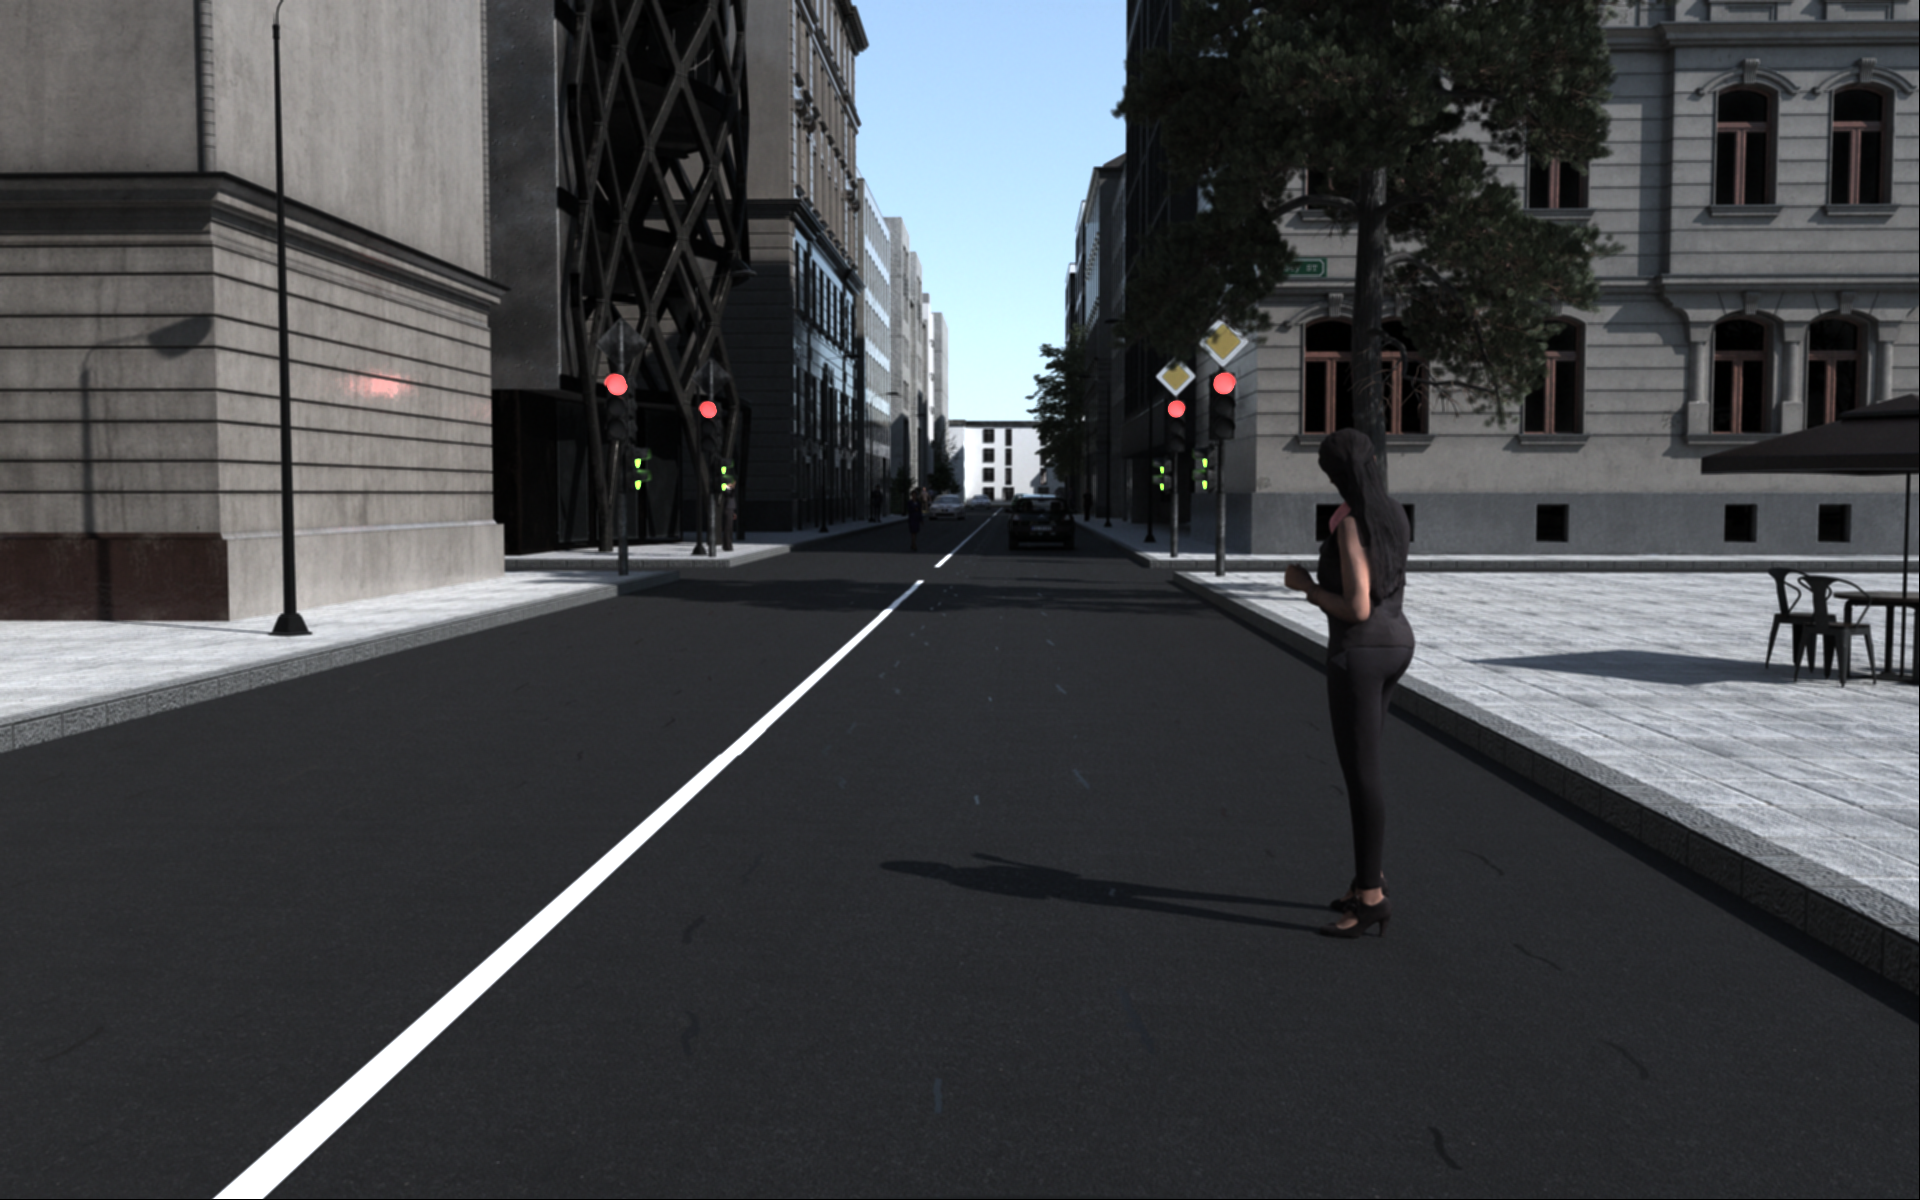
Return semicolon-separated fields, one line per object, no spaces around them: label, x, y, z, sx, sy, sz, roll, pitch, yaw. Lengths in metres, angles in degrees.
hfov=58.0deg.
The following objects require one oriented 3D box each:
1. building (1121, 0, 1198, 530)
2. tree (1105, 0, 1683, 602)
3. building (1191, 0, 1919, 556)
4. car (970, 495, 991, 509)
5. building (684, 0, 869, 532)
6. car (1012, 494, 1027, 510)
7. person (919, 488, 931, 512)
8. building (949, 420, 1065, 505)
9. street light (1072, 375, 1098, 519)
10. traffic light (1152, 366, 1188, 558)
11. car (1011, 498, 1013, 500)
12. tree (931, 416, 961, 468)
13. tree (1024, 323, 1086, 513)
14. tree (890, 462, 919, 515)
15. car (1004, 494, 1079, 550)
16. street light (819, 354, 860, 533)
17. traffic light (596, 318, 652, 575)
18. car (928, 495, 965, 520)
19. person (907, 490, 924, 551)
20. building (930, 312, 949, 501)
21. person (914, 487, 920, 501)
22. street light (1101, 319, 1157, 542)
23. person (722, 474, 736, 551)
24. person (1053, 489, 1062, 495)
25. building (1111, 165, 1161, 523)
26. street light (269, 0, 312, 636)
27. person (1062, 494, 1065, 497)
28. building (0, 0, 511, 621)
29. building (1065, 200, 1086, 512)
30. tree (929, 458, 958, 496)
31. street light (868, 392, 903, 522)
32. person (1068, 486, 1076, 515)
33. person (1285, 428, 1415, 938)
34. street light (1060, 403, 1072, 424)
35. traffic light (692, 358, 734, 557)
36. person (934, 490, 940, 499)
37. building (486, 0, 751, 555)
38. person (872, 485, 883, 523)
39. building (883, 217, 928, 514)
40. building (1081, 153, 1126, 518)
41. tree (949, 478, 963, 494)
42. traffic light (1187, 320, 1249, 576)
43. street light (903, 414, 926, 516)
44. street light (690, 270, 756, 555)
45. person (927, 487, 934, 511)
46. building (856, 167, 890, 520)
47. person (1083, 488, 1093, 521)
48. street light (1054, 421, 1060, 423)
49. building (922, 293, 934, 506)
building;13.612;-16.418;61.947;14.314;27.812;24.014;0;4;2
tree;4.836;-6.007;20.268;6.751;12.117;7.091;0;3;0
building;17.459;-15.540;41.476;23.554;28.519;14.401;0;4;2
car;1.969;-9.364;165.470;2.083;1.381;4.827;0;4;3
building;-10.915;-16.696;70.237;12.463;27.353;25.104;0;4;2
car;5.705;-9.189;159.034;1.959;1.807;4.718;0;4;4
person;-2.534;-7.179;123.969;0.990;1.755;0.434;-1;4;-14
building;0.647;-15.745;199.584;28.070;9.664;9.099;0;4;2
street light;5.236;-5.806;67.473;1.470;5.913;1.316;0;4;2
traffic light;4.315;-2.796;34.954;0.839;4.213;0.868;0;4;2
car;6.196;-10.011;175.472;2.131;1.459;4.920;0;4;3
tree;-2.202;-13.080;164.226;4.360;8.622;3.978;0;3;0
tree;8.038;-12.005;114.411;7.486;12.596;7.792;0;3;0
tree;-3.634;-6.782;105.493;1.663;3.219;1.824;0;3;0
car;2.159;-2.212;45.953;2.009;1.686;4.222;0;4;2
street light;-4.012;-5.207;57.670;1.470;5.913;1.316;0;4;2
traffic light;-5.305;-2.325;27.265;0.839;4.213;0.868;0;4;2
car;-0.717;-5.198;97.357;2.083;1.381;4.827;0;4;3
person;-1.088;-2.014;43.799;0.546;1.535;0.453;3;5;43
building;-17.206;-19.015;177.349;31.486;18.905;16.747;0;4;2
person;-2.713;-6.470;112.619;0.721;1.735;1.217;0;4;3
street light;4.519;-4.492;45.984;1.470;5.913;1.316;0;4;2
person;-5.117;-1.965;38.969;0.445;1.727;0.742;-3;4;-36
person;9.665;-9.835;167.519;0.621;1.740;0.551;2;4;24
building;12.942;-13.972;83.195;10.420;20.320;16.860;0;4;2
street light;-5.567;-2.633;15.595;1.470;5.913;1.316;0;4;2
person;11.144;-11.040;189.529;0.617;1.759;0.750;2;4;32
building;-16.281;-9.618;21.883;19.286;19.102;10.561;0;4;2
building;22.942;-17.891;136.487;27.936;21.610;32.646;0;4;2
tree;-1.865;-10.632;157.541;4.285;4.588;4.351;0;3;0
street light;-3.510;-6.518;79.105;1.470;5.913;1.316;0;4;2
person;6.976;-6.209;108.012;0.683;1.767;0.568;2;4;33
person;1.272;0.260;5.714;0.415;1.643;0.593;0;4;-7
street light;5.994;-7.101;88.640;1.470;5.913;1.316;0;4;2
traffic light;-5.041;-2.814;35.246;0.839;4.213;0.868;0;4;2
person;-2.299;-9.647;163.759;1.348;1.826;0.705;-1;4;-23
building;-14.050;-10.803;44.085;16.820;18.784;16.811;0;4;2
person;-3.731;-4.347;78.041;0.541;1.710;0.530;-2;4;-23
building;-11.562;-15.919;126.732;16.747;18.905;31.486;0;4;2
building;12.226;-15.388;100.738;9.793;20.994;18.267;0;4;2
tree;-0.628;-11.782;187.237;1.663;3.219;1.824;0;3;0
traffic light;4.052;-2.308;26.974;0.839;4.213;0.868;0;4;2
street light;-2.699;-7.829;100.544;1.470;5.913;1.316;0;4;2
street light;-4.926;-3.890;36.141;1.470;5.913;1.316;0;4;2
person;-2.337;-7.878;134.711;0.709;1.838;0.599;-1;4;-22
building;-9.533;-14.529;92.298;10.420;20.320;16.860;0;4;2
person;6.060;-4.498;81.854;0.482;1.546;0.388;-1;4;-15
street light;6.622;-8.398;109.850;1.470;5.913;1.316;0;4;2
building;-10.199;-17.837;148.054;16.016;20.091;11.380;0;4;2
